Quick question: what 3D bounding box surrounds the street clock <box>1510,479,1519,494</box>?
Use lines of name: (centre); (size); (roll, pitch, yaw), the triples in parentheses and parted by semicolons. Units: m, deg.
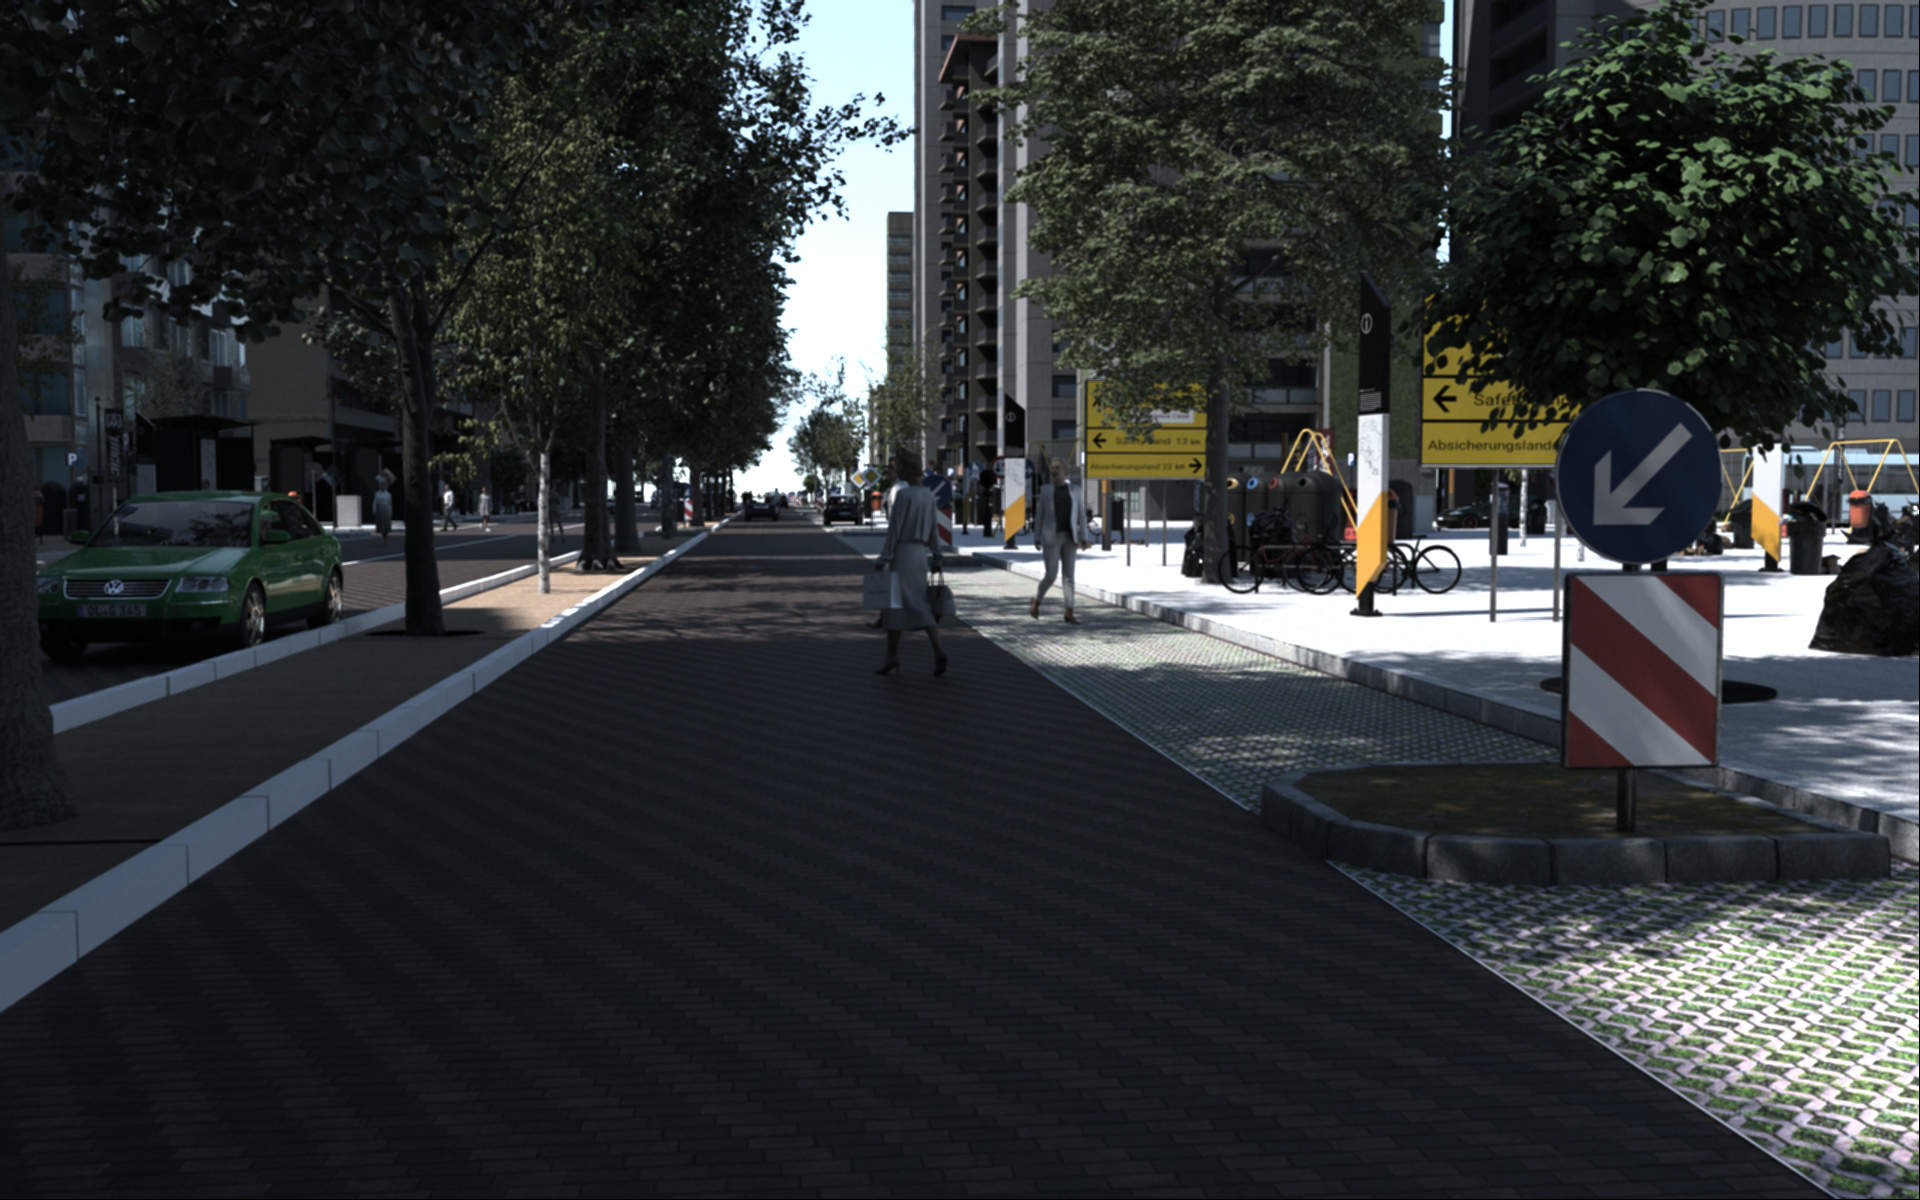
street clock: (27.483, -4.976, 85.930); (0.471, 2.002, 0.358); (-3, 5, -43)

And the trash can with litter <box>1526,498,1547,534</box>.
trash can with litter: (18.253, -2.681, 55.225); (0.624, 1.170, 1.055); (-1, 4, -12)

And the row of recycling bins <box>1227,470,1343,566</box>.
row of recycling bins: (5.804, -1.500, 31.633); (1.069, 1.692, 3.534); (-1, 4, -20)

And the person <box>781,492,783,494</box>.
person: (-22.835, -13.065, 222.794); (1.217, 1.739, 0.721); (2, 4, 27)

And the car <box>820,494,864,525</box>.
car: (-5.418, -4.295, 80.004); (2.009, 1.686, 4.222); (0, 4, -7)

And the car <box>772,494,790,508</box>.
car: (-18.074, -10.017, 173.561); (2.009, 1.686, 4.222); (0, 4, -5)

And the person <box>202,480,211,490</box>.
person: (-19.749, -2.256, 45.478); (0.635, 1.810, 0.391); (3, 5, 43)

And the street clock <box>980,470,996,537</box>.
street clock: (0.830, -2.883, 51.710); (0.358, 2.002, 0.471); (-3, 5, -44)

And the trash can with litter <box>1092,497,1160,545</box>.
trash can with litter: (4.153, -2.023, 44.129); (1.678, 1.210, 2.233); (-2, 4, -34)

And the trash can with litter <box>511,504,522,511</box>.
trash can with litter: (-32.755, -7.182, 128.491); (2.233, 1.210, 1.678); (1, 4, 19)

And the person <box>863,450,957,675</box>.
person: (-0.386, -0.294, 13.656); (0.694, 1.780, 0.624); (-3, 4, -37)

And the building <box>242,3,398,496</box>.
building: (-52.796, -30.400, 120.747); (21.300, 48.544, 21.600); (0, 4, -6)

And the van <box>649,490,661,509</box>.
van: (-30.102, -10.176, 173.392); (2.013, 2.044, 4.112); (-1, 4, -8)

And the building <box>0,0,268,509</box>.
building: (-49.977, -28.579, 86.872); (23.786, 49.044, 30.456); (0, 4, -6)

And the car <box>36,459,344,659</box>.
car: (-7.219, -0.473, 16.525); (1.959, 1.807, 4.718); (0, 4, -6)

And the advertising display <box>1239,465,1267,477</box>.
advertising display: (6.588, -2.067, 39.005); (0.123, 1.923, 0.974); (3, 5, 43)

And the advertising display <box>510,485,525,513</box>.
advertising display: (-30.161, -6.896, 117.961); (0.974, 1.923, 0.123); (-1, 4, -15)

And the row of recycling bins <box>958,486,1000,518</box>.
row of recycling bins: (0.982, -5.392, 95.273); (1.069, 1.692, 3.534); (-3, 4, -37)

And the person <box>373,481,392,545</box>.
person: (-16.186, -2.441, 48.638); (0.478, 1.798, 0.641); (0, 4, 0)

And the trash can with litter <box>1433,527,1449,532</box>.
trash can with litter: (15.927, -2.937, 59.079); (2.233, 1.210, 1.678); (-2, 4, -29)

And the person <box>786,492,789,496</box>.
person: (-29.510, -17.674, 298.178); (1.217, 1.736, 0.721); (-3, 4, -38)

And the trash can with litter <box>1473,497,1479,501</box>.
trash can with litter: (22.066, -3.764, 72.930); (1.055, 1.170, 0.624); (-1, 4, -21)

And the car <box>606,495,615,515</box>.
car: (-24.782, -6.606, 120.596); (1.945, 1.354, 3.894); (0, 4, -5)

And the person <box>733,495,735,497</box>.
person: (-37.776, -16.960, 286.531); (1.217, 1.736, 0.721); (-2, 4, -24)

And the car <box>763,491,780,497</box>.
car: (-22.063, -11.962, 204.253); (2.281, 1.827, 5.304); (0, 4, -8)

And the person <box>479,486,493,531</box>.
person: (-18.357, -3.525, 66.889); (0.760, 1.731, 0.466); (3, 4, 39)

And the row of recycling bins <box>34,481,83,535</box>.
row of recycling bins: (-28.848, -2.896, 54.463); (3.534, 1.692, 1.069); (0, 4, 7)

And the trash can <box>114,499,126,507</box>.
trash can: (-22.373, -2.143, 46.695); (0.748, 1.137, 0.748); (0, 3, 0)

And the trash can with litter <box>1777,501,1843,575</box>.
trash can with litter: (13.581, -0.992, 27.605); (1.055, 1.170, 0.624); (-2, 4, -34)

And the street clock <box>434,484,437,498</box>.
street clock: (-38.065, -7.393, 125.442); (0.358, 2.002, 0.471); (-2, 4, -23)

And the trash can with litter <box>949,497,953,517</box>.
trash can with litter: (-0.642, -4.501, 84.985); (0.624, 1.170, 1.055); (0, 4, 0)

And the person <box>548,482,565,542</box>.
person: (-12.202, -2.648, 52.128); (0.599, 1.781, 0.374); (0, 4, -8)

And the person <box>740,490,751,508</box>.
person: (-20.193, -9.471, 163.378); (1.348, 1.821, 0.705); (-2, 4, -30)

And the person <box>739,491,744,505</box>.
person: (-29.552, -13.917, 235.974); (1.348, 1.831, 0.705); (1, 4, 23)

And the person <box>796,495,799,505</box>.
person: (-21.343, -13.453, 229.012); (0.434, 1.755, 0.990); (-2, 4, -34)

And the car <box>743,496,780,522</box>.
car: (-10.496, -4.835, 91.630); (1.945, 1.354, 3.894); (0, 4, -5)

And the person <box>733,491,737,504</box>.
person: (-33.698, -15.376, 259.881); (0.705, 1.826, 1.348); (1, 4, 20)

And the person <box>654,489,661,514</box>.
person: (-21.920, -7.157, 125.865); (0.624, 1.780, 0.694); (-2, 4, -34)

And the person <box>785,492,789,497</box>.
person: (-27.143, -15.869, 268.675); (1.217, 1.735, 0.721); (0, 4, -4)

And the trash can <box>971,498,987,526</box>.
trash can: (0.793, -3.620, 70.837); (0.748, 1.137, 0.748); (0, 3, 0)

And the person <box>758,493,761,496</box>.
person: (-33.381, -17.018, 288.205); (0.593, 1.643, 0.415); (-2, 4, -33)

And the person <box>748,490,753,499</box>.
person: (-22.479, -10.915, 186.598); (0.705, 1.869, 1.348); (-3, 4, -38)

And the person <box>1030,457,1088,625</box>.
person: (1.073, -0.658, 19.140); (0.514, 1.842, 0.818); (-2, 4, -29)

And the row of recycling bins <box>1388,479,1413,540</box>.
row of recycling bins: (12.659, -2.644, 50.340); (1.069, 1.692, 3.534); (1, 4, 11)

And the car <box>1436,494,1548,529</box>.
car: (20.641, -3.509, 67.153); (4.222, 1.686, 2.009); (0, 4, -6)

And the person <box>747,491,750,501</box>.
person: (-23.553, -11.277, 193.555); (0.721, 1.739, 1.217); (0, 4, 3)

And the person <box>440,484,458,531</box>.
person: (-19.900, -3.594, 67.368); (0.679, 1.850, 0.850); (3, 5, 43)

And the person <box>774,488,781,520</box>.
person: (-10.169, -5.368, 96.491); (0.478, 1.798, 0.641); (-2, 4, -29)

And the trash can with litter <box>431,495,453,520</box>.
trash can with litter: (-26.726, -4.641, 86.938); (2.233, 1.210, 1.678); (1, 4, 9)

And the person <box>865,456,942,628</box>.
person: (-0.590, -0.603, 18.465); (0.850, 1.850, 0.679); (1, 4, 14)

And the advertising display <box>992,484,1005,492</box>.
advertising display: (2.602, -6.588, 112.923); (0.974, 1.923, 0.123); (0, 4, 1)

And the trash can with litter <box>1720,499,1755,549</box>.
trash can with litter: (18.072, -1.768, 40.291); (1.055, 1.170, 0.624); (-1, 4, -13)

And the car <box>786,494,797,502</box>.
car: (-27.652, -16.724, 283.034); (1.945, 1.707, 3.694); (0, 4, -8)
